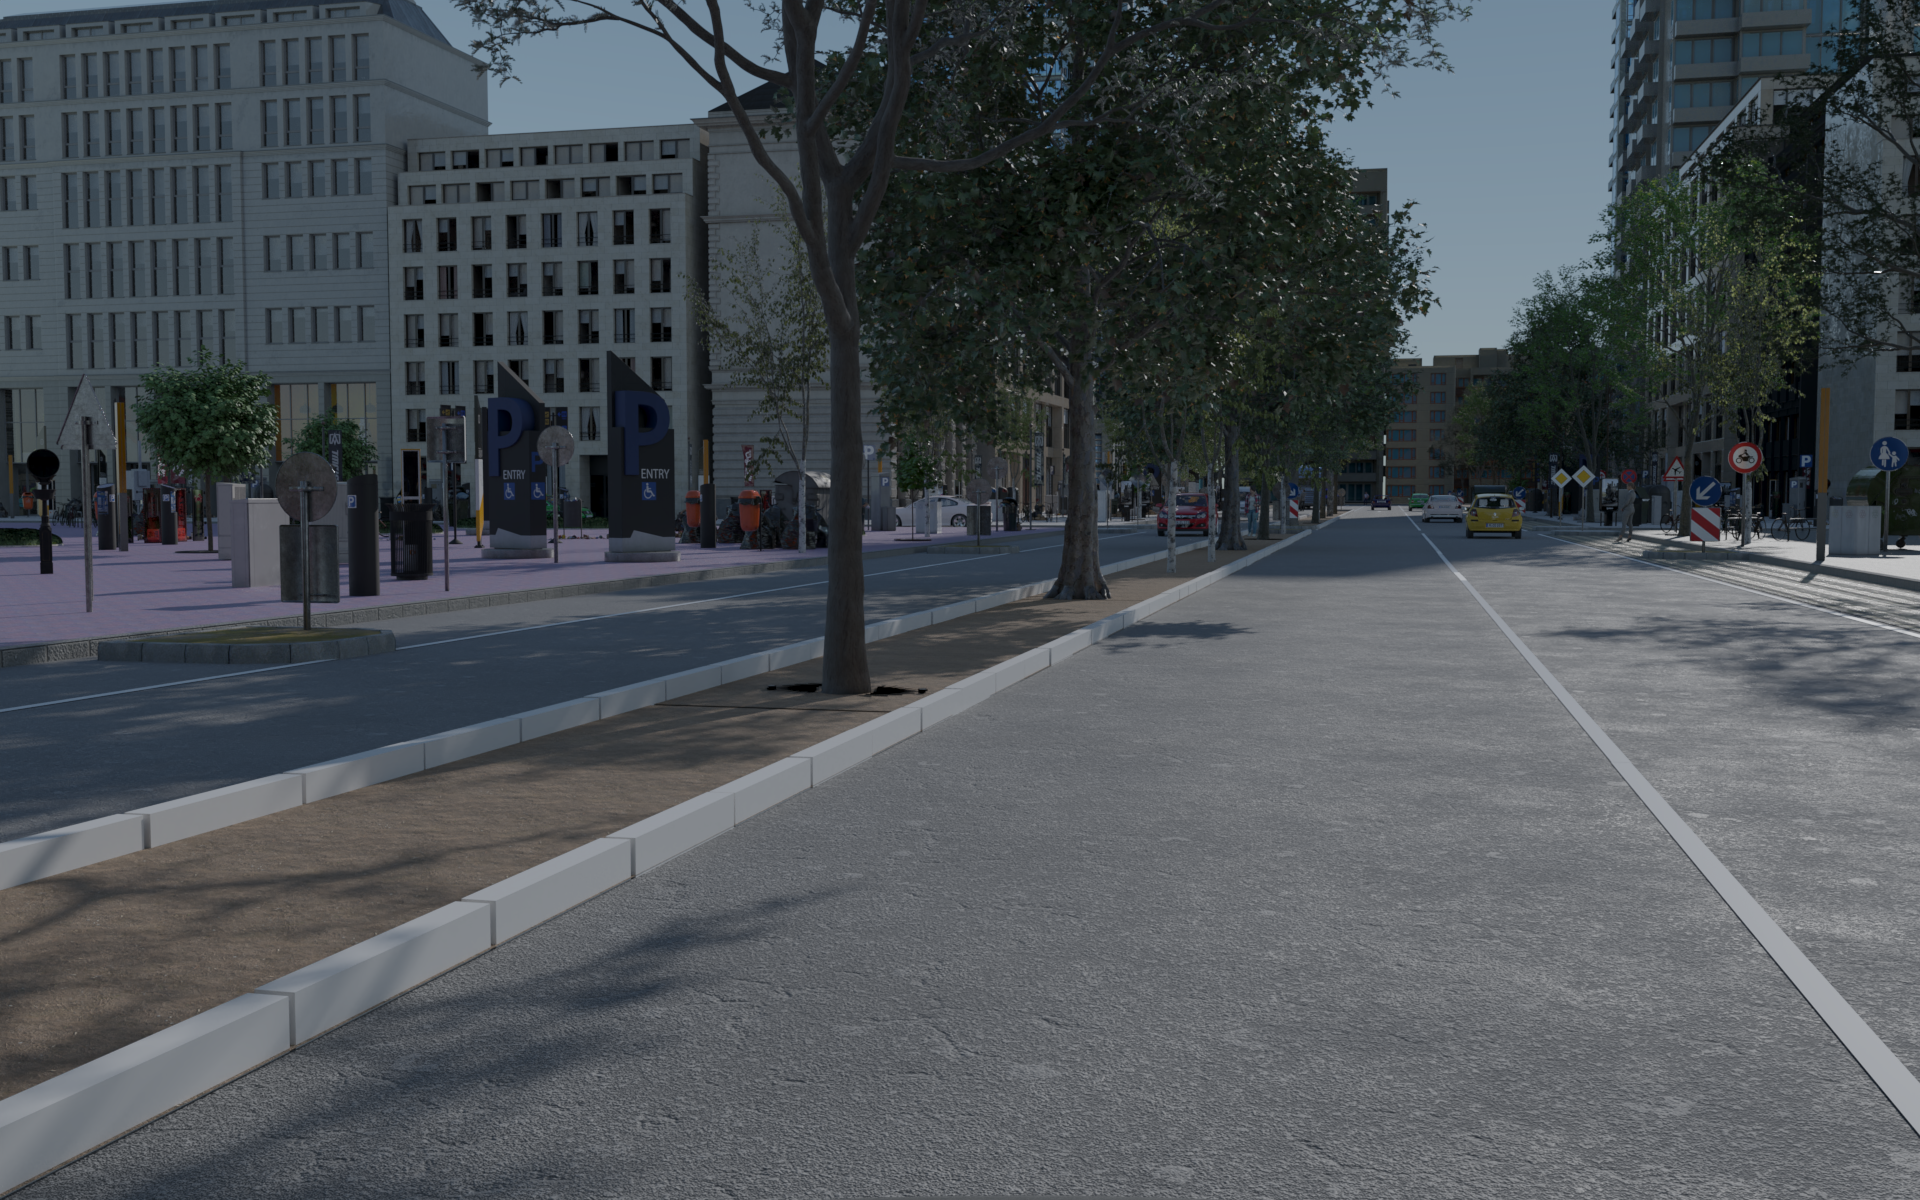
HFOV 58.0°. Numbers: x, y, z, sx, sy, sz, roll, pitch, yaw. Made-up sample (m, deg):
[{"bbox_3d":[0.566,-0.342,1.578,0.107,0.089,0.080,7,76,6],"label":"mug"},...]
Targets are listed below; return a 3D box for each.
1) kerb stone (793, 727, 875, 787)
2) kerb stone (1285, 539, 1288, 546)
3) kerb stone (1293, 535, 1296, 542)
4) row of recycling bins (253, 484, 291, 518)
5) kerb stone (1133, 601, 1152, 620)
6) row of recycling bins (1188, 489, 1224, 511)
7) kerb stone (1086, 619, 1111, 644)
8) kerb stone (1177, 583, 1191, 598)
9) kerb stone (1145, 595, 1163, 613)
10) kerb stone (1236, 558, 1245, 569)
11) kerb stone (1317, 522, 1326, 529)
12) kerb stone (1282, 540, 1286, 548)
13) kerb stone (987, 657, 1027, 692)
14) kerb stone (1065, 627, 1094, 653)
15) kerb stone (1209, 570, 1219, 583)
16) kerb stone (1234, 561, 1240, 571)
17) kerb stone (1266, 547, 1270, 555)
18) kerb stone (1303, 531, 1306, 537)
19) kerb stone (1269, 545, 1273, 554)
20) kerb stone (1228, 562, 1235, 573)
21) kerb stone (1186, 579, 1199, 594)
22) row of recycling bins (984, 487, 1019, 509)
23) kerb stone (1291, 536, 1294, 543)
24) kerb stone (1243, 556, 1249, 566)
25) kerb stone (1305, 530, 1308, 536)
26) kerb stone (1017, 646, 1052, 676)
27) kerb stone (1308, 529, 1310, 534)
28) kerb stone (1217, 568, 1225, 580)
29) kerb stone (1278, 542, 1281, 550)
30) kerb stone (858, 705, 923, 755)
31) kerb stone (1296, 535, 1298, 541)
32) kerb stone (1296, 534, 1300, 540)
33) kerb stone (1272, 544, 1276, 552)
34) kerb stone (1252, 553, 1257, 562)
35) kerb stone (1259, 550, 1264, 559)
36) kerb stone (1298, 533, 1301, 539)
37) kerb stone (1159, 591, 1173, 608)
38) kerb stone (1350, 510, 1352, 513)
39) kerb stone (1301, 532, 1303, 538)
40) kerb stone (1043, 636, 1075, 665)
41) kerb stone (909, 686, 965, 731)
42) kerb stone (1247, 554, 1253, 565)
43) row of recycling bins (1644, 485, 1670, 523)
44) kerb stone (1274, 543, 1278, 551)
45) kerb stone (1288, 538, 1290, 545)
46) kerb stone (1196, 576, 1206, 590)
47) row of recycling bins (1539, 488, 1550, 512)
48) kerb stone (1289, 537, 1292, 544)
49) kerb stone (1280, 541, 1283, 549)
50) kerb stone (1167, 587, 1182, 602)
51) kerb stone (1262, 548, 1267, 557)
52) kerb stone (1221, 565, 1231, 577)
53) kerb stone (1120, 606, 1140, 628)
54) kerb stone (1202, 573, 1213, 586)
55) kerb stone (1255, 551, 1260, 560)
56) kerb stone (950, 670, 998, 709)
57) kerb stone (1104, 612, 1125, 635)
[{"bbox_3d":[-0.656,0.810,8.951,0.120,0.150,1.000,1,4,14],"label":"kerb stone"},{"bbox_3d":[8.703,-1.503,46.771,0.120,0.150,1.000,1,4,14],"label":"kerb stone"},{"bbox_3d":[9.687,-1.747,50.754,0.120,0.150,1.000,1,4,14],"label":"kerb stone"},{"bbox_3d":[-26.770,-3.854,70.128,3.534,1.692,1.069,-1,4,-10],"label":"row of recycling bins"},{"bbox_3d":[2.046,0.142,19.901,0.120,0.150,1.000,1,4,14],"label":"kerb stone"},{"bbox_3d":[19.084,-7.722,133.364,3.534,1.692,1.069,3,5,39],"label":"row of recycling bins"},{"bbox_3d":[1.311,0.324,16.919,0.120,0.150,1.000,1,4,14],"label":"kerb stone"},{"bbox_3d":[3.033,-0.104,23.889,0.120,0.150,1.000,1,4,14],"label":"kerb stone"},{"bbox_3d":[2.293,0.080,20.900,0.120,0.150,1.000,1,4,14],"label":"kerb stone"},{"bbox_3d":[5.251,-0.651,32.839,0.120,0.150,1.000,1,4,14],"label":"kerb stone"},{"bbox_3d":[15.479,-3.178,74.154,0.120,0.150,1.000,1,4,14],"label":"kerb stone"},{"bbox_3d":[8.453,-1.442,45.778,0.120,0.150,1.000,1,4,14],"label":"kerb stone"},{"bbox_3d":[0.321,0.567,12.930,0.120,0.150,1.000,1,4,14],"label":"kerb stone"},{"bbox_3d":[1.064,0.385,15.927,0.120,0.150,1.000,1,4,14],"label":"kerb stone"},{"bbox_3d":[4.023,-0.347,27.867,0.120,0.150,1.000,1,4,14],"label":"kerb stone"},{"bbox_3d":[5.000,-0.584,31.837,0.120,0.150,1.000,1,4,14],"label":"kerb stone"},{"bbox_3d":[6.980,-1.077,39.809,0.120,0.150,1.000,1,4,14],"label":"kerb stone"},{"bbox_3d":[11.159,-2.110,56.738,0.120,0.150,1.000,1,4,14],"label":"kerb stone"},{"bbox_3d":[7.227,-1.138,40.800,0.120,0.150,1.000,1,4,14],"label":"kerb stone"},{"bbox_3d":[4.753,-0.529,30.845,0.120,0.150,1.000,1,4,14],"label":"kerb stone"},{"bbox_3d":[3.281,-0.164,24.880,0.120,0.150,1.000,1,4,14],"label":"kerb stone"},{"bbox_3d":[1.911,-5.367,94.869,1.069,1.692,3.534,3,5,42],"label":"row of recycling bins"},{"bbox_3d":[9.444,-1.678,49.752,0.120,0.150,1.000,1,4,14],"label":"kerb stone"},{"bbox_3d":[5.491,-0.710,33.833,0.120,0.150,1.000,1,4,14],"label":"kerb stone"},{"bbox_3d":[11.414,-2.173,57.727,0.120,0.150,1.000,1,4,14],"label":"kerb stone"},{"bbox_3d":[0.564,0.508,13.928,0.120,0.150,1.000,1,4,14],"label":"kerb stone"},{"bbox_3d":[11.900,-2.291,59.713,0.120,0.150,1.000,1,4,14],"label":"kerb stone"},{"bbox_3d":[4.267,-0.398,28.860,0.120,0.150,1.000,1,4,14],"label":"kerb stone"},{"bbox_3d":[7.952,-1.321,43.788,0.120,0.150,1.000,1,4,14],"label":"kerb stone"},{"bbox_3d":[-0.416,0.753,9.945,0.120,0.150,1.000,1,4,14],"label":"kerb stone"},{"bbox_3d":[9.931,-1.807,51.758,0.120,0.150,1.000,1,4,14],"label":"kerb stone"},{"bbox_3d":[10.177,-1.868,52.750,0.120,0.150,1.000,1,4,14],"label":"kerb stone"},{"bbox_3d":[7.461,-1.198,41.795,0.120,0.150,1.000,1,4,14],"label":"kerb stone"},{"bbox_3d":[5.992,-0.831,35.821,0.120,0.150,1.000,1,4,14],"label":"kerb stone"},{"bbox_3d":[6.483,-0.950,37.807,0.120,0.150,1.000,1,4,14],"label":"kerb stone"},{"bbox_3d":[10.427,-1.928,53.744,0.120,0.150,1.000,1,4,14],"label":"kerb stone"},{"bbox_3d":[2.536,0.024,21.896,0.120,0.150,1.000,1,4,14],"label":"kerb stone"},{"bbox_3d":[27.312,-6.100,121.924,0.120,0.150,1.000,1,4,14],"label":"kerb stone"},{"bbox_3d":[10.672,-1.991,54.747,0.120,0.150,1.000,1,4,14],"label":"kerb stone"},{"bbox_3d":[0.824,0.445,14.929,0.120,0.150,1.000,1,4,14],"label":"kerb stone"},{"bbox_3d":[-0.164,0.692,10.942,0.120,0.150,1.000,1,4,14],"label":"kerb stone"},{"bbox_3d":[5.749,-0.772,34.825,0.120,0.150,1.000,1,4,14],"label":"kerb stone"},{"bbox_3d":[30.944,-4.291,77.271,1.069,1.692,3.534,1,4,14],"label":"row of recycling bins"},{"bbox_3d":[7.712,-1.258,42.795,0.120,0.150,1.000,1,4,14],"label":"kerb stone"},{"bbox_3d":[8.951,-1.564,47.768,0.120,0.150,1.000,1,4,14],"label":"kerb stone"},{"bbox_3d":[3.530,-0.225,25.872,0.120,0.150,1.000,1,4,14],"label":"kerb stone"},{"bbox_3d":[42.930,-7.214,125.069,1.069,1.692,3.534,1,4,8],"label":"row of recycling bins"},{"bbox_3d":[9.197,-1.621,48.760,0.120,0.150,1.000,1,4,14],"label":"kerb stone"},{"bbox_3d":[8.208,-1.376,44.786,0.120,0.150,1.000,1,4,14],"label":"kerb stone"},{"bbox_3d":[2.782,-0.043,22.894,0.120,0.150,1.000,1,4,14],"label":"kerb stone"},{"bbox_3d":[6.728,-1.016,38.815,0.120,0.150,1.000,1,4,14],"label":"kerb stone"},{"bbox_3d":[4.515,-0.464,29.851,0.120,0.150,1.000,1,4,14],"label":"kerb stone"},{"bbox_3d":[1.805,0.201,18.908,0.120,0.150,1.000,1,4,14],"label":"kerb stone"},{"bbox_3d":[3.773,-0.286,26.867,0.120,0.150,1.000,1,4,14],"label":"kerb stone"},{"bbox_3d":[6.232,-0.894,36.815,0.120,0.150,1.000,1,4,14],"label":"kerb stone"},{"bbox_3d":[0.077,0.628,11.935,0.120,0.150,1.000,1,4,14],"label":"kerb stone"},{"bbox_3d":[1.552,0.264,17.918,0.120,0.150,1.000,1,4,14],"label":"kerb stone"}]
